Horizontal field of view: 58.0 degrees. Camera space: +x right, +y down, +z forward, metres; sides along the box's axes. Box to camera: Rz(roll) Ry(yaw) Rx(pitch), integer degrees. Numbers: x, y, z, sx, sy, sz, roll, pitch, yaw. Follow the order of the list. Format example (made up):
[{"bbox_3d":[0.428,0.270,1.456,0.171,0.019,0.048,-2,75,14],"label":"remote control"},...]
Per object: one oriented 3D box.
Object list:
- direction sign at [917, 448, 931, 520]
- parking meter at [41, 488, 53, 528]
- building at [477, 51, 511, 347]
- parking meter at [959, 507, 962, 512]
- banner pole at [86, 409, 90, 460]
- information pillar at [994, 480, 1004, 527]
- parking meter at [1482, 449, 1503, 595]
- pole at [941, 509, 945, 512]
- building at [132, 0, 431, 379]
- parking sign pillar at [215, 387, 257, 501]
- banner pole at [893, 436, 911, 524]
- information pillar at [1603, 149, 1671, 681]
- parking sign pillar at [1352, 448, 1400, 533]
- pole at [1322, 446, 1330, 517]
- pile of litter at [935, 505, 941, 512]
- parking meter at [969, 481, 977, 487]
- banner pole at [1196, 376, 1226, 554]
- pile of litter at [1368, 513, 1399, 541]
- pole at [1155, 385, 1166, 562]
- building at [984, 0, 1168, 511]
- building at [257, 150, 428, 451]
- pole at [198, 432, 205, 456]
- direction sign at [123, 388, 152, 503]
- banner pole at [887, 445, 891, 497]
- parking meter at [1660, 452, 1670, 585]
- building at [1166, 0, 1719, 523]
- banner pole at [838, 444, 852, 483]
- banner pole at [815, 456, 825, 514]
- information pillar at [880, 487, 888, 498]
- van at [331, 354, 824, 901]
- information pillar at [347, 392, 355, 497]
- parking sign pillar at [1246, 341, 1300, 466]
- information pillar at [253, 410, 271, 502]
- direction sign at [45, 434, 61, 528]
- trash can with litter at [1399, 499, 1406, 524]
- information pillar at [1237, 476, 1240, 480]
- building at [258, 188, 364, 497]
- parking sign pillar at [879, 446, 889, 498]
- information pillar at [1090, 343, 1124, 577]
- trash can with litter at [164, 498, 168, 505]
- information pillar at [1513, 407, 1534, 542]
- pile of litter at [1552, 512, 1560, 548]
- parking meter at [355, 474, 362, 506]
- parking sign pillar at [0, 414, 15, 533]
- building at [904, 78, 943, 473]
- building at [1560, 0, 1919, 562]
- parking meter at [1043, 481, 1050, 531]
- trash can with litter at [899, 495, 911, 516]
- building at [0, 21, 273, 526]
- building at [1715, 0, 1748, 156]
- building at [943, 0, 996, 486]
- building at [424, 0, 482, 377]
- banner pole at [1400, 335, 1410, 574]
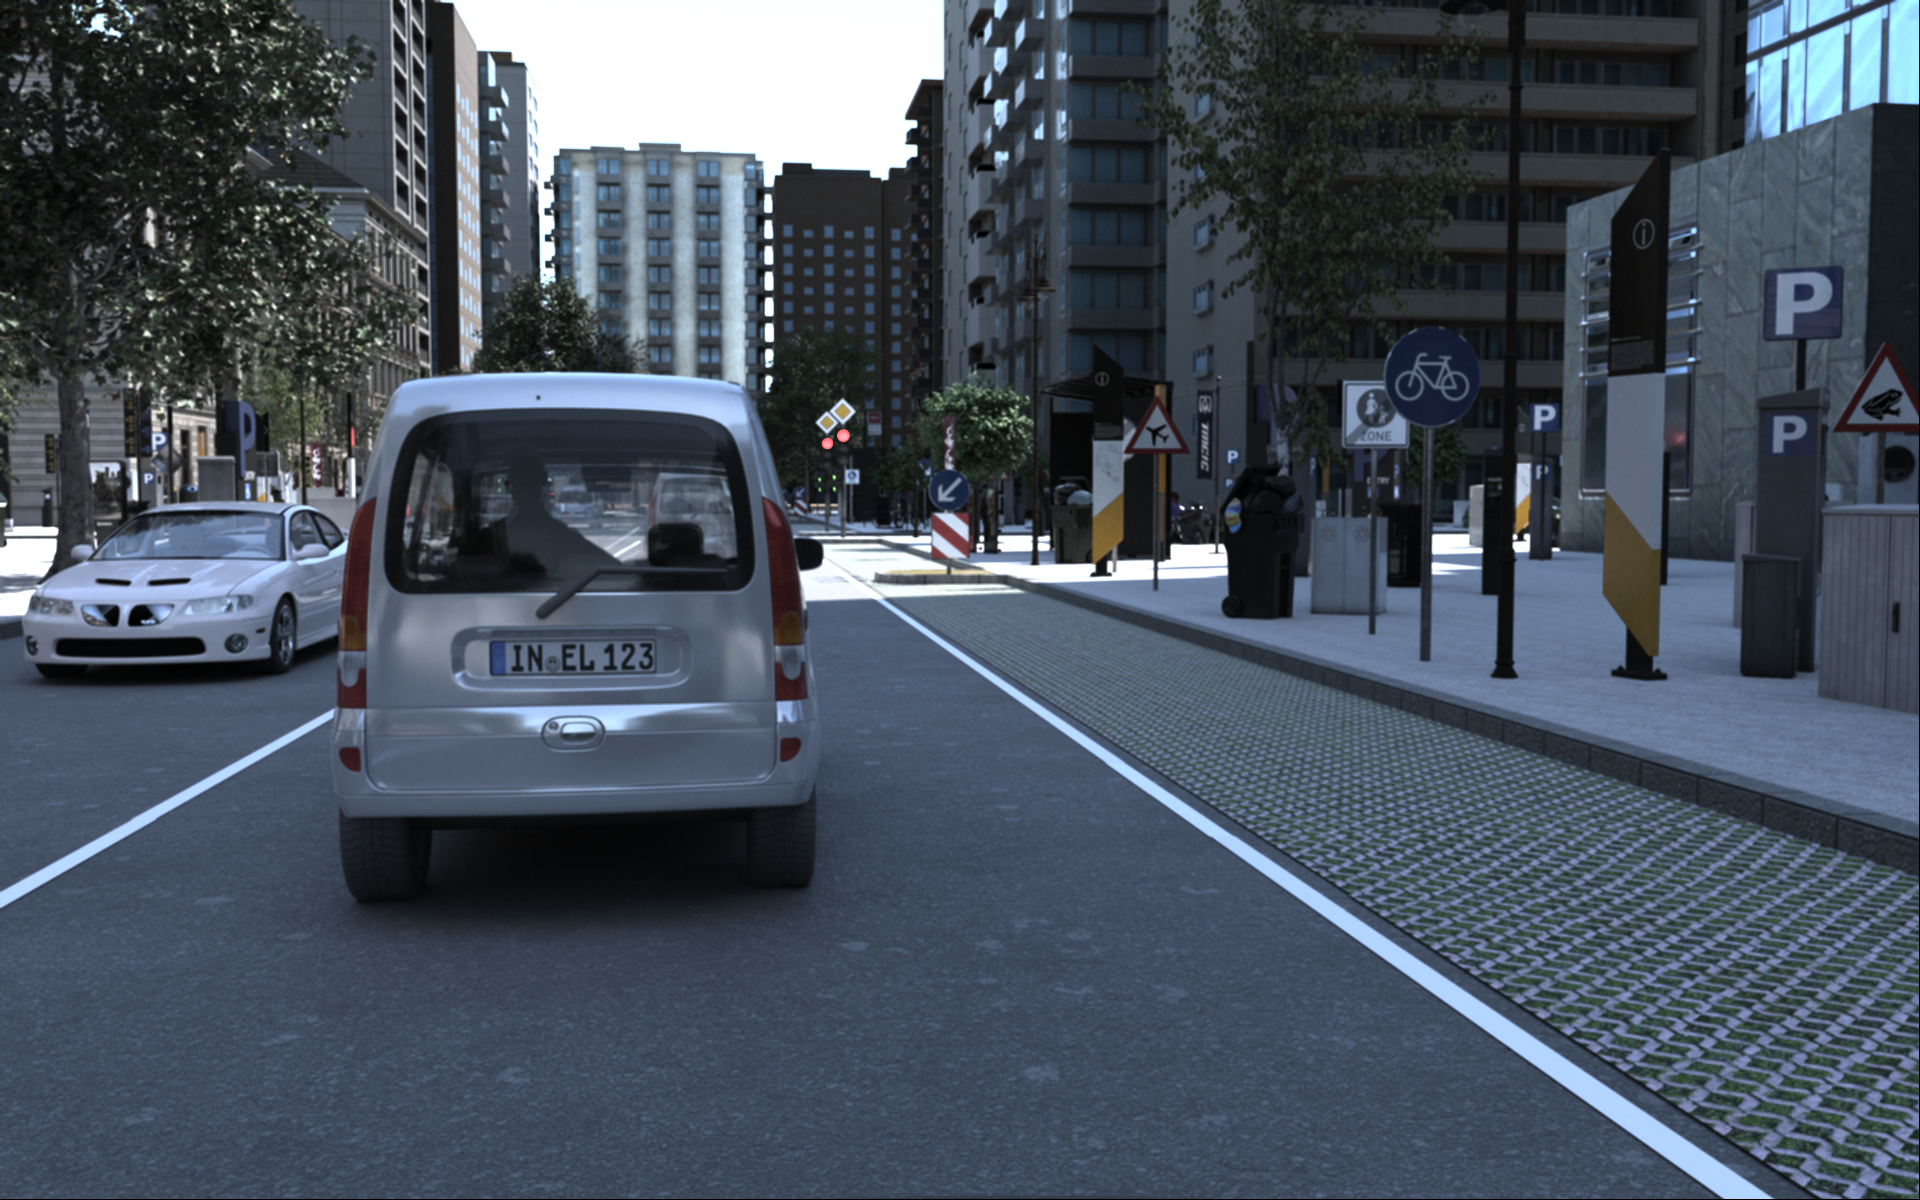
[{"bbox_3d":[-1.821,-5.759,86.153,0.876,3.537,0.379,-3,4,-38],"label":"direction sign"},{"bbox_3d":[-35.020,-3.549,66.435,0.372,1.533,0.369,0,3,0],"label":"parking meter"},{"bbox_3d":[-62.032,-34.068,176.622,30.456,49.044,23.786,0,4,-8],"label":"building"},{"bbox_3d":[0.105,-3.913,72.388,0.372,1.533,0.369,0,3,0],"label":"parking meter"},{"bbox_3d":[-22.477,-3.331,44.471,0.401,3.779,0.863,0,4,-6],"label":"banner pole"},{"bbox_3d":[1.516,-3.830,67.110,0.304,2.012,0.304,2,4,34],"label":"information pillar"},{"bbox_3d":[6.803,-1.000,22.069,0.255,1.863,0.399,1,4,15],"label":"parking meter"},{"bbox_3d":[-0.710,-4.839,72.957,0.158,3.312,0.155,0,3,0],"label":"pole"},{"bbox_3d":[-51.374,-42.752,137.252,20.563,71.187,20.611,0,4,-8],"label":"building"},{"bbox_3d":[-15.245,-2.939,36.525,1.447,3.967,1.447,0,4,-5],"label":"parking sign pillar"},{"bbox_3d":[-2.403,-5.186,74.803,0.401,3.779,0.863,3,5,43],"label":"banner pole"},{"bbox_3d":[4.710,-1.266,12.056,0.183,3.616,0.504,-1,4,-21],"label":"information pillar"},{"bbox_3d":[12.123,-3.793,50.482,1.447,3.967,1.447,3,4,37],"label":"parking sign pillar"},{"bbox_3d":[15.274,-4.812,72.511,0.158,3.312,0.155,0,3,0],"label":"pole"},{"bbox_3d":[-0.745,-4.183,82.355,1.176,0.858,1.719,2,4,34],"label":"pile of litter"},{"bbox_3d":[0.348,-2.665,49.276,0.399,1.863,0.255,-2,4,-30],"label":"parking meter"},{"bbox_3d":[5.316,-2.863,36.825,0.863,3.779,0.401,-3,4,-38],"label":"banner pole"},{"bbox_3d":[9.876,-1.603,40.178,1.176,0.858,1.719,3,5,43],"label":"pile of litter"},{"bbox_3d":[3.756,-2.366,32.532,0.158,3.312,0.155,0,3,0],"label":"pole"},{"bbox_3d":[13.693,-30.047,110.879,23.786,49.044,30.456,0,4,-8],"label":"building"},{"bbox_3d":[-43.447,-17.681,117.964,11.050,23.489,19.941,0,4,-8],"label":"building"},{"bbox_3d":[-25.117,-3.889,57.434,0.158,3.312,0.155,0,3,0],"label":"pole"},{"bbox_3d":[-17.508,-2.749,36.941,0.876,3.537,0.379,2,4,30],"label":"direction sign"},{"bbox_3d":[-3.438,-6.066,89.203,0.401,3.779,0.863,3,5,43],"label":"banner pole"},{"bbox_3d":[9.856,-1.152,24.541,0.255,1.863,0.399,0,4,3],"label":"parking meter"},{"bbox_3d":[21.586,-28.231,85.279,21.600,48.544,21.300,0,4,-8],"label":"building"},{"bbox_3d":[-5.706,-5.917,86.760,0.863,3.779,0.401,-1,4,-11],"label":"banner pole"},{"bbox_3d":[-9.220,-7.599,114.254,0.863,3.779,0.401,-3,5,-44],"label":"banner pole"},{"bbox_3d":[-3.836,-5.053,87.115,0.304,2.012,0.304,2,4,35],"label":"information pillar"},{"bbox_3d":[-1.557,-0.034,7.561,2.013,2.044,4.112,-1,4,-9],"label":"van"},{"bbox_3d":[-14.067,-2.978,40.043,0.183,3.616,0.504,-1,4,-12],"label":"information pillar"},{"bbox_3d":[5.606,-2.602,31.008,1.447,3.967,1.447,3,4,37],"label":"parking sign pillar"},{"bbox_3d":[-19.574,-3.497,48.533,0.504,3.616,0.183,-2,4,-26],"label":"information pillar"},{"bbox_3d":[-34.247,-4.510,65.733,0.876,3.537,0.379,0,4,3],"label":"direction sign"},{"bbox_3d":[19.094,-3.861,74.509,1.055,1.170,0.624,3,5,44],"label":"trash can with litter"},{"bbox_3d":[11.153,-3.970,69.393,0.304,2.012,0.304,2,4,34],"label":"information pillar"},{"bbox_3d":[-40.961,-14.315,98.677,10.561,19.102,19.286,0,4,-8],"label":"building"},{"bbox_3d":[-4.684,-6.693,97.904,1.447,3.967,1.447,-1,4,-18],"label":"parking sign pillar"},{"bbox_3d":[2.284,-2.172,26.867,0.504,3.616,0.183,0,4,8],"label":"information pillar"},{"bbox_3d":[-25.944,-2.718,55.834,1.055,1.170,0.624,-2,4,-27],"label":"trash can with litter"},{"bbox_3d":[15.147,-3.372,46.487,0.183,3.616,0.504,-2,4,-32],"label":"information pillar"},{"bbox_3d":[14.595,-1.691,41.618,1.176,0.858,1.719,0,4,3],"label":"pile of litter"},{"bbox_3d":[-17.177,-2.698,49.825,0.399,1.863,0.255,2,4,24],"label":"parking meter"},{"bbox_3d":[-32.119,-4.206,57.237,1.447,3.967,1.447,-1,4,-20],"label":"parking sign pillar"},{"bbox_3d":[5.743,-32.314,182.961,22.147,44.769,28.867,0,4,-8],"label":"building"},{"bbox_3d":[26.734,-43.434,22.815,22.319,86.520,31.000,0,4,-8],"label":"building"},{"bbox_3d":[3.014,-3.316,59.921,0.399,1.863,0.255,0,4,5],"label":"parking meter"},{"bbox_3d":[-3.085,-5.677,103.882,1.678,1.210,2.233,3,4,37],"label":"trash can with litter"},{"bbox_3d":[-39.477,-14.778,77.783,11.583,22.565,21.152,0,4,-8],"label":"building"},{"bbox_3d":[50.521,-39.728,87.802,20.611,71.187,20.563,0,4,-8],"label":"building"},{"bbox_3d":[13.411,-34.581,154.646,28.713,52.752,27.495,0,4,-8],"label":"building"},{"bbox_3d":[-51.120,-30.917,155.605,14.600,45.320,14.200,0,4,-8],"label":"building"},{"bbox_3d":[6.959,-2.264,27.037,0.401,3.779,0.863,0,4,7],"label":"banner pole"}]
